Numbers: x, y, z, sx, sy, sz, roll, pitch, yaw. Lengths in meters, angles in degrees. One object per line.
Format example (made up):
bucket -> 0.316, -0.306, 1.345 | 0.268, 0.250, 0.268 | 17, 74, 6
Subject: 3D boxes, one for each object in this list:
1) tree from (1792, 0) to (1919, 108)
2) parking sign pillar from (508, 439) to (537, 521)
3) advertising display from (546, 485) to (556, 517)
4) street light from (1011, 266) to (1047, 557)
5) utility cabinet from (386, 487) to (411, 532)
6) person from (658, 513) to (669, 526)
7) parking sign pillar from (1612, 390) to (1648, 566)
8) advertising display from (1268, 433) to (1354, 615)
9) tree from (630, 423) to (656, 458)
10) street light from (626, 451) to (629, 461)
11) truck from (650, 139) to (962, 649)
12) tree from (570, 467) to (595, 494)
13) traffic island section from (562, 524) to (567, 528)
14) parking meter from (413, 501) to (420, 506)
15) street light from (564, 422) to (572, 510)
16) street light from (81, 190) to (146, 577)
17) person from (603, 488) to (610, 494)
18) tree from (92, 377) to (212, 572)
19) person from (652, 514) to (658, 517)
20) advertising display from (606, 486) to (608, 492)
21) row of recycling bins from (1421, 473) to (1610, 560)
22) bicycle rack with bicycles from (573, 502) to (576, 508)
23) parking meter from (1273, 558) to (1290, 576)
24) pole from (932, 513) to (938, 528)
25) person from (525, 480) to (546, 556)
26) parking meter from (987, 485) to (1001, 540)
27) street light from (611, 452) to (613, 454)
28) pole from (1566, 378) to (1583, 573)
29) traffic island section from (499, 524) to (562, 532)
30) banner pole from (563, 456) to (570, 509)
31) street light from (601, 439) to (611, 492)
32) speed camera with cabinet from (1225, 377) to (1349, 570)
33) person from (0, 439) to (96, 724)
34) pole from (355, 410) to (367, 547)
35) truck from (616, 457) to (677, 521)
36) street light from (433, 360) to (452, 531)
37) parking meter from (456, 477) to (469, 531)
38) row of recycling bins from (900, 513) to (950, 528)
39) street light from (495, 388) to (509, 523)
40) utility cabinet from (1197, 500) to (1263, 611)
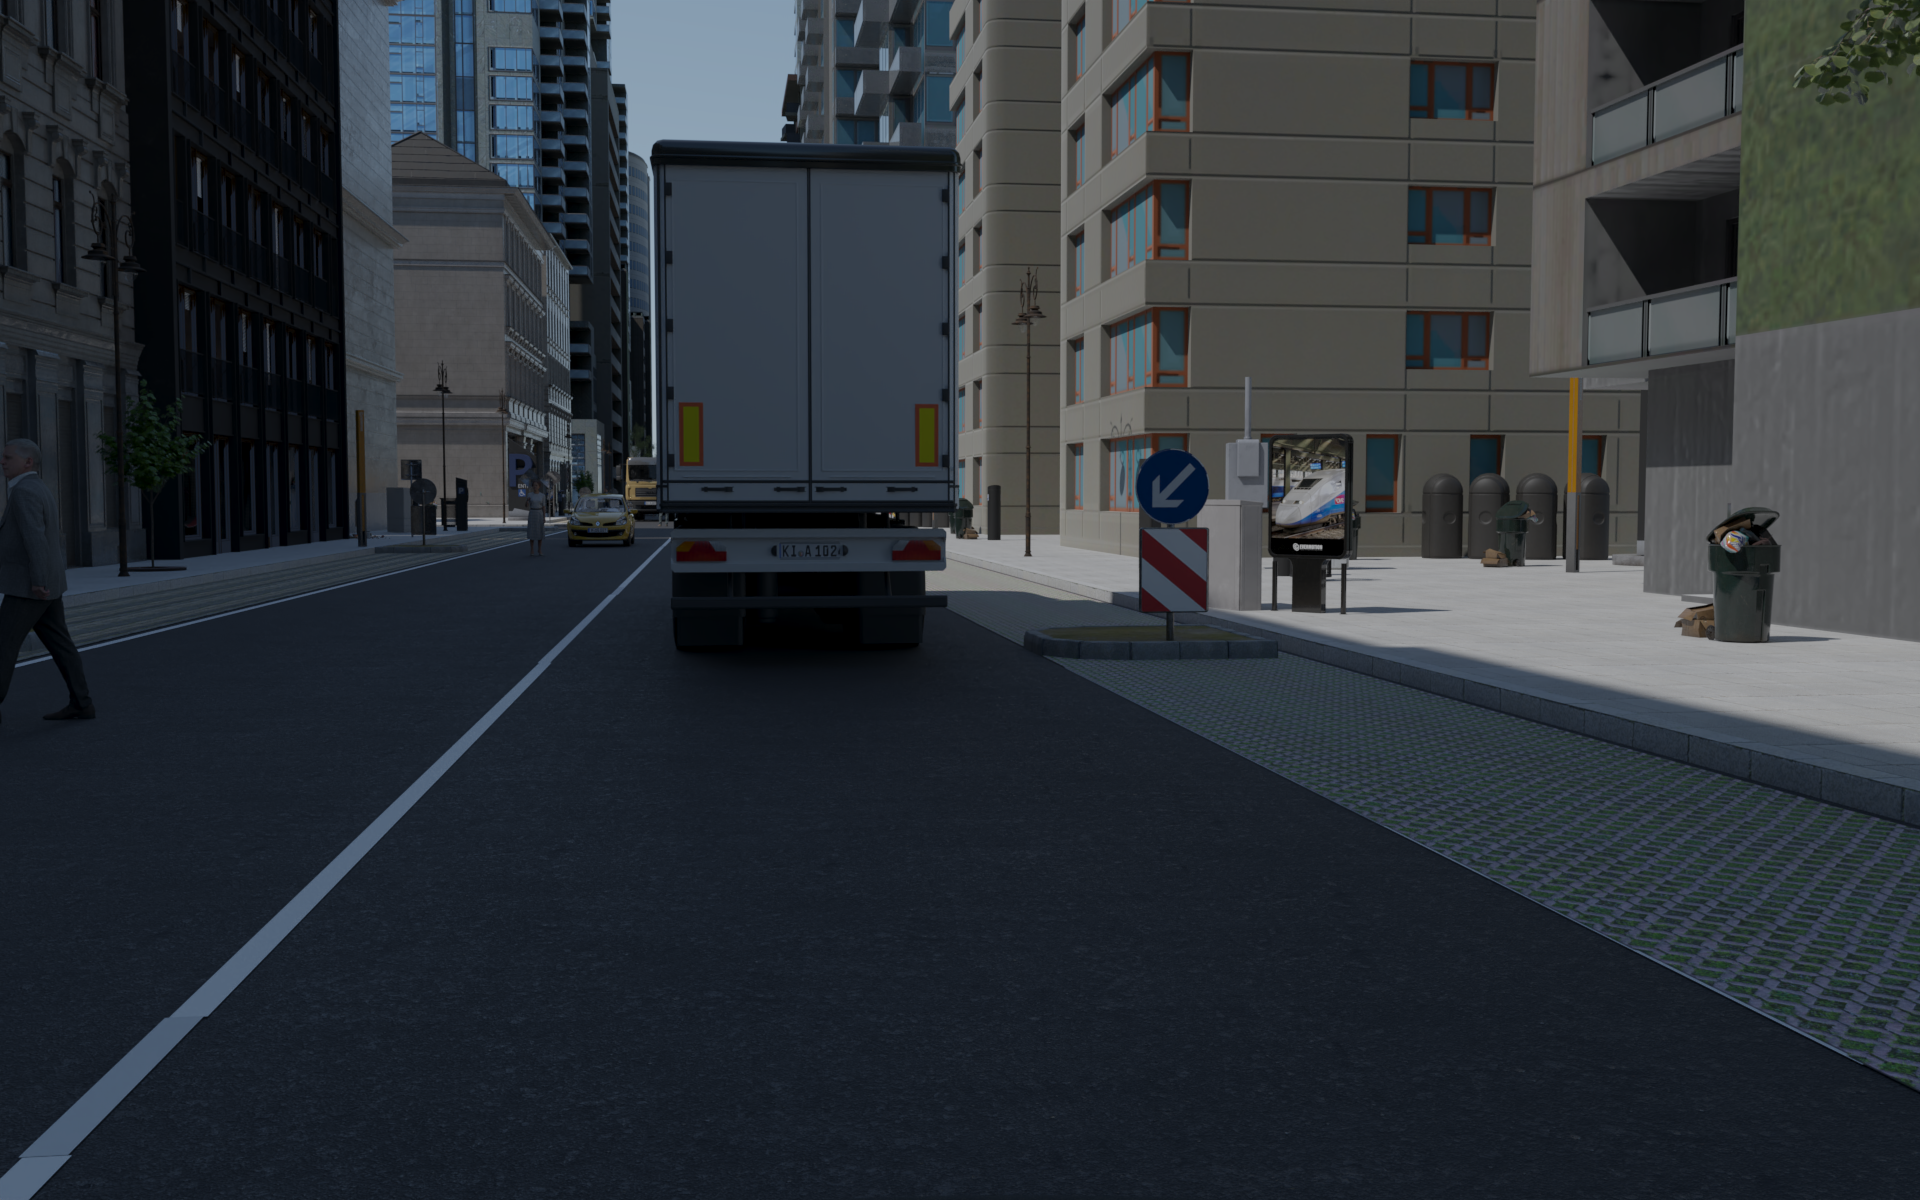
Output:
tree -> 6.338, -5.459, 7.384 | 7.486, 12.596, 7.792 | 0, 3, 0
parking sign pillar -> -21.154, -5.827, 83.741 | 1.447, 3.967, 1.447 | 0, 4, -3
advertising display -> -22.673, -5.553, 96.013 | 0.123, 1.923, 0.974 | -3, 4, -37
street light -> 1.396, -3.827, 35.359 | 0.468, 5.910, 1.993 | 0, 4, -8
utility cabinet -> -18.566, -2.979, 57.377 | 0.318, 1.500, 1.173 | -3, 5, -45
person -> -13.178, -4.182, 77.053 | 0.661, 1.801, 0.590 | -2, 4, -27
parking sign pillar -> 12.550, -2.612, 31.172 | 1.447, 3.967, 1.447 | 2, 4, 30
advertising display -> 3.776, -0.825, 18.697 | 0.974, 1.923, 0.123 | 3, 5, 42
tree -> -41.540, -17.768, 224.926 | 8.767, 10.594, 7.601 | 0, 4, -7
street light -> -35.169, -12.905, 183.791 | 0.468, 5.910, 1.993 | 0, 4, -8
truck -> -1.971, -1.866, 19.422 | 2.839, 4.237, 11.283 | 0, 4, -8
tree -> -27.607, -8.210, 128.831 | 1.663, 3.219, 1.824 | 0, 3, 0
traffic island section -> -17.776, -3.225, 75.004 | 2.009, 0.180, 2.903 | 0, 4, -8
parking meter -> -19.204, -3.224, 61.125 | 0.372, 1.533, 0.369 | 0, 3, 0
street light -> -24.569, -8.318, 108.792 | 0.468, 5.910, 1.993 | 0, 4, -8
street light -> -13.010, -3.302, 26.770 | 0.468, 5.910, 1.993 | 0, 4, -8
person -> -23.159, -6.406, 113.148 | 0.836, 1.842, 0.656 | 3, 4, 38
tree -> -13.674, -2.102, 28.970 | 1.663, 3.219, 1.824 | 0, 3, 0
person -> -19.093, -5.765, 107.780 | 0.505, 1.210, 0.382 | -2, 4, -30
advertising display -> -29.728, -8.607, 145.935 | 0.123, 1.923, 0.974 | -1, 4, -11
row of recycling bins -> 10.928, -1.654, 34.154 | 3.534, 1.692, 1.069 | 1, 4, 17
bicycle rack with bicycles -> -31.589, -7.784, 140.652 | 2.852, 0.926, 2.925 | 1, 4, 14
parking meter -> 5.090, -1.143, 27.101 | 0.372, 1.533, 0.369 | 0, 3, 0
pole -> -0.858, -4.036, 59.839 | 0.158, 3.312, 0.155 | 0, 3, 0
person -> -9.874, -1.911, 40.313 | 0.480, 1.755, 0.524 | -1, 4, -23
parking meter -> 0.949, -2.429, 48.122 | 0.372, 1.533, 0.369 | 0, 3, 0
street light -> -30.458, -10.878, 150.646 | 0.468, 5.910, 1.993 | 0, 4, -8
pole -> 10.016, -2.102, 28.217 | 0.158, 3.312, 0.155 | 0, 3, 0
traffic island section -> -16.661, -2.741, 67.097 | 2.009, 0.180, 2.903 | 0, 4, -8
banner pole -> -26.041, -7.625, 114.680 | 0.401, 3.779, 0.863 | 1, 4, 22
street light -> -29.274, -10.382, 142.531 | 0.468, 5.910, 1.993 | 0, 4, -8
speed camera with cabinet -> 5.575, -2.151, 29.509 | 2.038, 3.252, 0.660 | 0, 4, 4
person -> -5.888, -0.117, 10.815 | 0.834, 1.777, 0.661 | -2, 4, -29
pole -> -14.554, -2.951, 42.088 | 0.158, 3.312, 0.155 | 0, 3, 0
truck -> -16.530, -5.951, 93.219 | 3.469, 3.379, 9.791 | 0, 4, -8
street light -> -17.882, -5.335, 60.007 | 0.468, 5.910, 1.993 | 0, 4, -8
parking meter -> -17.289, -3.331, 60.179 | 0.399, 1.863, 0.255 | 0, 4, -6
row of recycling bins -> -1.313, -3.666, 67.053 | 1.069, 1.692, 3.534 | -3, 4, -37
street light -> -19.971, -6.295, 75.719 | 0.468, 5.910, 1.993 | 0, 4, -8
utility cabinet -> 3.026, -0.508, 19.470 | 0.306, 1.237, 1.020 | -1, 4, -20
